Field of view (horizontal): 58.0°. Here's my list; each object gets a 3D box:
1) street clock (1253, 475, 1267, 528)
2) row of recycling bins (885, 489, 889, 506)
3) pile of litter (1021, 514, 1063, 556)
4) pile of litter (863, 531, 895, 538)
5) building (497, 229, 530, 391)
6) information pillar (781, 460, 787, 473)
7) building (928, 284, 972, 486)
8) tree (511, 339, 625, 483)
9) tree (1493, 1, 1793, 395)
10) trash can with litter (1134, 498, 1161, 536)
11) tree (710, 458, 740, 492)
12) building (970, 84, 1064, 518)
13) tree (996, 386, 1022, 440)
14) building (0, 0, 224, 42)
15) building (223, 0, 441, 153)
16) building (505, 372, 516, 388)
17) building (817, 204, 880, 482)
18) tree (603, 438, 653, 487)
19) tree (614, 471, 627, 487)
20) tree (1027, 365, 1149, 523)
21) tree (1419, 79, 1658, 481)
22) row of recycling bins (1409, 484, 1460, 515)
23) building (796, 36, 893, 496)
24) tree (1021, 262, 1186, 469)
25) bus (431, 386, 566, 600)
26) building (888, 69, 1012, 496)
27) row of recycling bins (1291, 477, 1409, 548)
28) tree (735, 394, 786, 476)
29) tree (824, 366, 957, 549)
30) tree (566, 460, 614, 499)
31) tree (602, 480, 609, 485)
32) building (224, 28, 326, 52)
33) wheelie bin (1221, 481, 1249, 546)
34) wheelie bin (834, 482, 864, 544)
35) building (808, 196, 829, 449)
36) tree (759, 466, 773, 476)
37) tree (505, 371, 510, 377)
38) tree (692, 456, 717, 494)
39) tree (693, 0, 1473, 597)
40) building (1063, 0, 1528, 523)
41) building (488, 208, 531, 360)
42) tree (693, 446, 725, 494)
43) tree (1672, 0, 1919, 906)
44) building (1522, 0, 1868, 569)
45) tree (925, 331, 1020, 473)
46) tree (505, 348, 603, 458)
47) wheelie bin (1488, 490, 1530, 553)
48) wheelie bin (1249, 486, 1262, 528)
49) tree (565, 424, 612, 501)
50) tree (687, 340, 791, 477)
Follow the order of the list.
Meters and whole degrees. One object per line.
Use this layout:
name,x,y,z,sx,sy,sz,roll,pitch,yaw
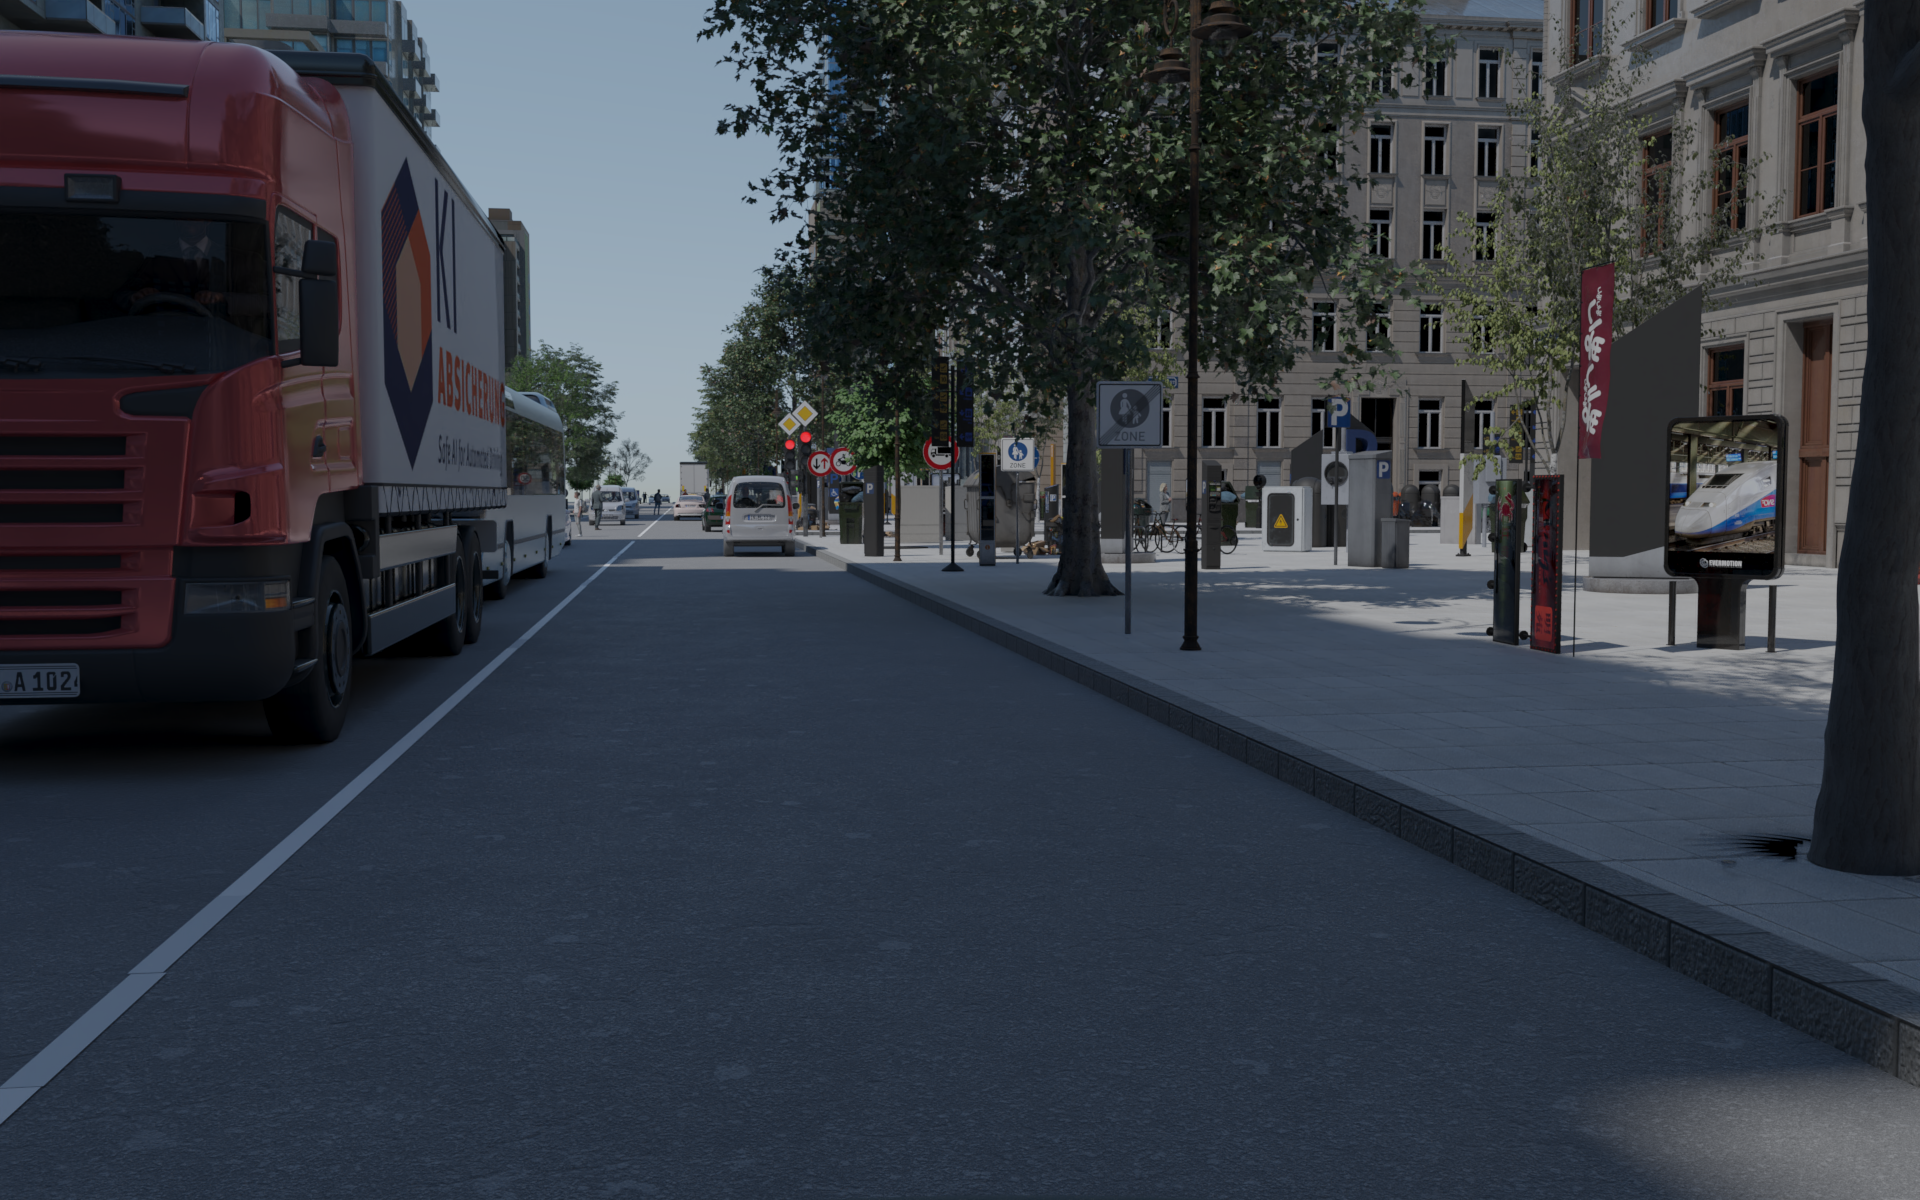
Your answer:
street clock,11.188,-3.677,64.681,0.358,2.002,0.471,-3,5,-40
row of recycling bins,-3.994,-6.873,119.491,3.534,1.692,1.069,1,4,13
pile of litter,1.794,-1.404,36.913,1.176,0.858,1.719,2,4,31
pile of litter,-2.560,-2.316,51.832,1.176,0.858,1.719,-1,4,-15
building,-72.435,-35.264,260.152,14.154,41.232,14.086,-1,4,-9
information pillar,-11.401,-7.406,112.448,0.504,3.616,0.183,1,4,12
building,5.823,-20.704,125.900,14.401,28.519,23.554,-1,4,-9
tree,-32.950,-14.494,143.626,9.857,13.997,8.962,0,3,0
tree,9.897,-4.642,26.262,4.360,8.622,3.978,0,3,0
trash can with litter,5.818,-2.590,53.729,1.055,1.170,0.624,-2,4,-28
tree,-36.132,-18.748,256.894,4.737,8.622,4.395,0,3,0
building,8.355,-19.469,104.229,13.634,28.700,20.117,-1,4,-9
tree,3.398,-7.773,77.451,4.360,8.622,3.978,0,3,0
building,-47.525,-46.953,80.361,22.319,86.520,31.000,-1,4,-9
building,-62.290,-33.443,166.399,23.786,49.044,30.456,-1,4,-9
building,-76.400,-24.060,238.415,27.650,21.520,28.899,-1,4,-9
building,-13.002,-34.177,242.395,14.154,41.232,14.086,-1,4,-9
tree,-54.562,-21.289,282.485,8.767,10.594,7.601,-2,4,-24
tree,-48.675,-15.927,244.125,4.285,4.588,4.351,0,3,0
tree,5.123,-6.952,64.022,4.360,8.622,3.978,0,3,0
tree,10.629,-4.952,31.329,4.737,8.622,4.395,0,3,0
row of recycling bins,20.411,-4.048,73.297,3.534,1.692,1.069,2,4,26
building,-14.923,-59.087,278.735,22.319,86.520,31.000,-1,4,-9
tree,4.417,-5.903,46.880,4.737,8.622,4.395,0,3,0
bus,-7.797,-1.912,26.115,2.948,3.499,13.247,-1,4,-8
building,3.085,-43.977,157.282,20.563,71.187,20.611,-1,4,-9
row of recycling bins,9.463,-2.170,42.597,3.534,1.692,1.069,-3,5,-40
tree,-12.372,-9.478,105.320,4.360,8.622,3.978,0,3,0
tree,-1.544,-3.499,40.916,4.285,4.588,4.351,0,3,0
tree,-36.608,-11.215,167.075,4.285,4.588,4.351,0,3,0
tree,-47.043,-14.363,229.429,1.663,3.219,1.824,0,3,0
building,-62.350,-27.356,139.151,32.217,40.220,23.993,-1,4,-9
wheelie bin,6.506,-2.144,42.968,0.693,1.594,0.980,-2,4,-32
wheelie bin,-2.755,-2.237,44.482,0.980,1.594,0.693,0,4,2
building,-14.933,-37.073,256.257,14.600,45.320,14.200,-1,4,-9
tree,-12.234,-7.100,110.681,1.663,3.219,1.824,0,3,0
tree,-24.931,-8.439,88.340,4.737,8.622,4.395,0,3,0
tree,-39.484,-21.730,281.047,9.928,11.665,9.643,0,3,0
tree,1.490,-6.412,21.851,9.611,12.733,9.660,0,3,0
building,18.036,-17.490,83.229,25.104,27.353,12.463,-1,4,-9
building,-75.495,-38.148,273.837,14.600,45.320,14.200,-1,4,-9
tree,-27.434,-16.380,202.219,8.767,10.594,7.601,0,4,6
tree,3.204,-5.815,5.444,12.009,13.543,11.850,0,3,0
building,19.853,-11.904,30.781,11.583,22.565,21.152,-1,4,-9
tree,0.863,-7.439,71.997,4.737,8.622,4.395,0,3,0
tree,-29.734,-12.151,124.430,9.928,11.665,9.643,0,3,0
wheelie bin,11.953,-1.832,37.853,0.980,1.594,0.693,-2,4,-32
wheelie bin,11.141,-3.542,65.827,0.980,1.594,0.693,1,4,14
tree,-38.713,-13.910,177.782,4.737,8.622,4.395,0,3,0
tree,-16.202,-12.800,127.408,7.486,12.596,7.792,0,3,0
